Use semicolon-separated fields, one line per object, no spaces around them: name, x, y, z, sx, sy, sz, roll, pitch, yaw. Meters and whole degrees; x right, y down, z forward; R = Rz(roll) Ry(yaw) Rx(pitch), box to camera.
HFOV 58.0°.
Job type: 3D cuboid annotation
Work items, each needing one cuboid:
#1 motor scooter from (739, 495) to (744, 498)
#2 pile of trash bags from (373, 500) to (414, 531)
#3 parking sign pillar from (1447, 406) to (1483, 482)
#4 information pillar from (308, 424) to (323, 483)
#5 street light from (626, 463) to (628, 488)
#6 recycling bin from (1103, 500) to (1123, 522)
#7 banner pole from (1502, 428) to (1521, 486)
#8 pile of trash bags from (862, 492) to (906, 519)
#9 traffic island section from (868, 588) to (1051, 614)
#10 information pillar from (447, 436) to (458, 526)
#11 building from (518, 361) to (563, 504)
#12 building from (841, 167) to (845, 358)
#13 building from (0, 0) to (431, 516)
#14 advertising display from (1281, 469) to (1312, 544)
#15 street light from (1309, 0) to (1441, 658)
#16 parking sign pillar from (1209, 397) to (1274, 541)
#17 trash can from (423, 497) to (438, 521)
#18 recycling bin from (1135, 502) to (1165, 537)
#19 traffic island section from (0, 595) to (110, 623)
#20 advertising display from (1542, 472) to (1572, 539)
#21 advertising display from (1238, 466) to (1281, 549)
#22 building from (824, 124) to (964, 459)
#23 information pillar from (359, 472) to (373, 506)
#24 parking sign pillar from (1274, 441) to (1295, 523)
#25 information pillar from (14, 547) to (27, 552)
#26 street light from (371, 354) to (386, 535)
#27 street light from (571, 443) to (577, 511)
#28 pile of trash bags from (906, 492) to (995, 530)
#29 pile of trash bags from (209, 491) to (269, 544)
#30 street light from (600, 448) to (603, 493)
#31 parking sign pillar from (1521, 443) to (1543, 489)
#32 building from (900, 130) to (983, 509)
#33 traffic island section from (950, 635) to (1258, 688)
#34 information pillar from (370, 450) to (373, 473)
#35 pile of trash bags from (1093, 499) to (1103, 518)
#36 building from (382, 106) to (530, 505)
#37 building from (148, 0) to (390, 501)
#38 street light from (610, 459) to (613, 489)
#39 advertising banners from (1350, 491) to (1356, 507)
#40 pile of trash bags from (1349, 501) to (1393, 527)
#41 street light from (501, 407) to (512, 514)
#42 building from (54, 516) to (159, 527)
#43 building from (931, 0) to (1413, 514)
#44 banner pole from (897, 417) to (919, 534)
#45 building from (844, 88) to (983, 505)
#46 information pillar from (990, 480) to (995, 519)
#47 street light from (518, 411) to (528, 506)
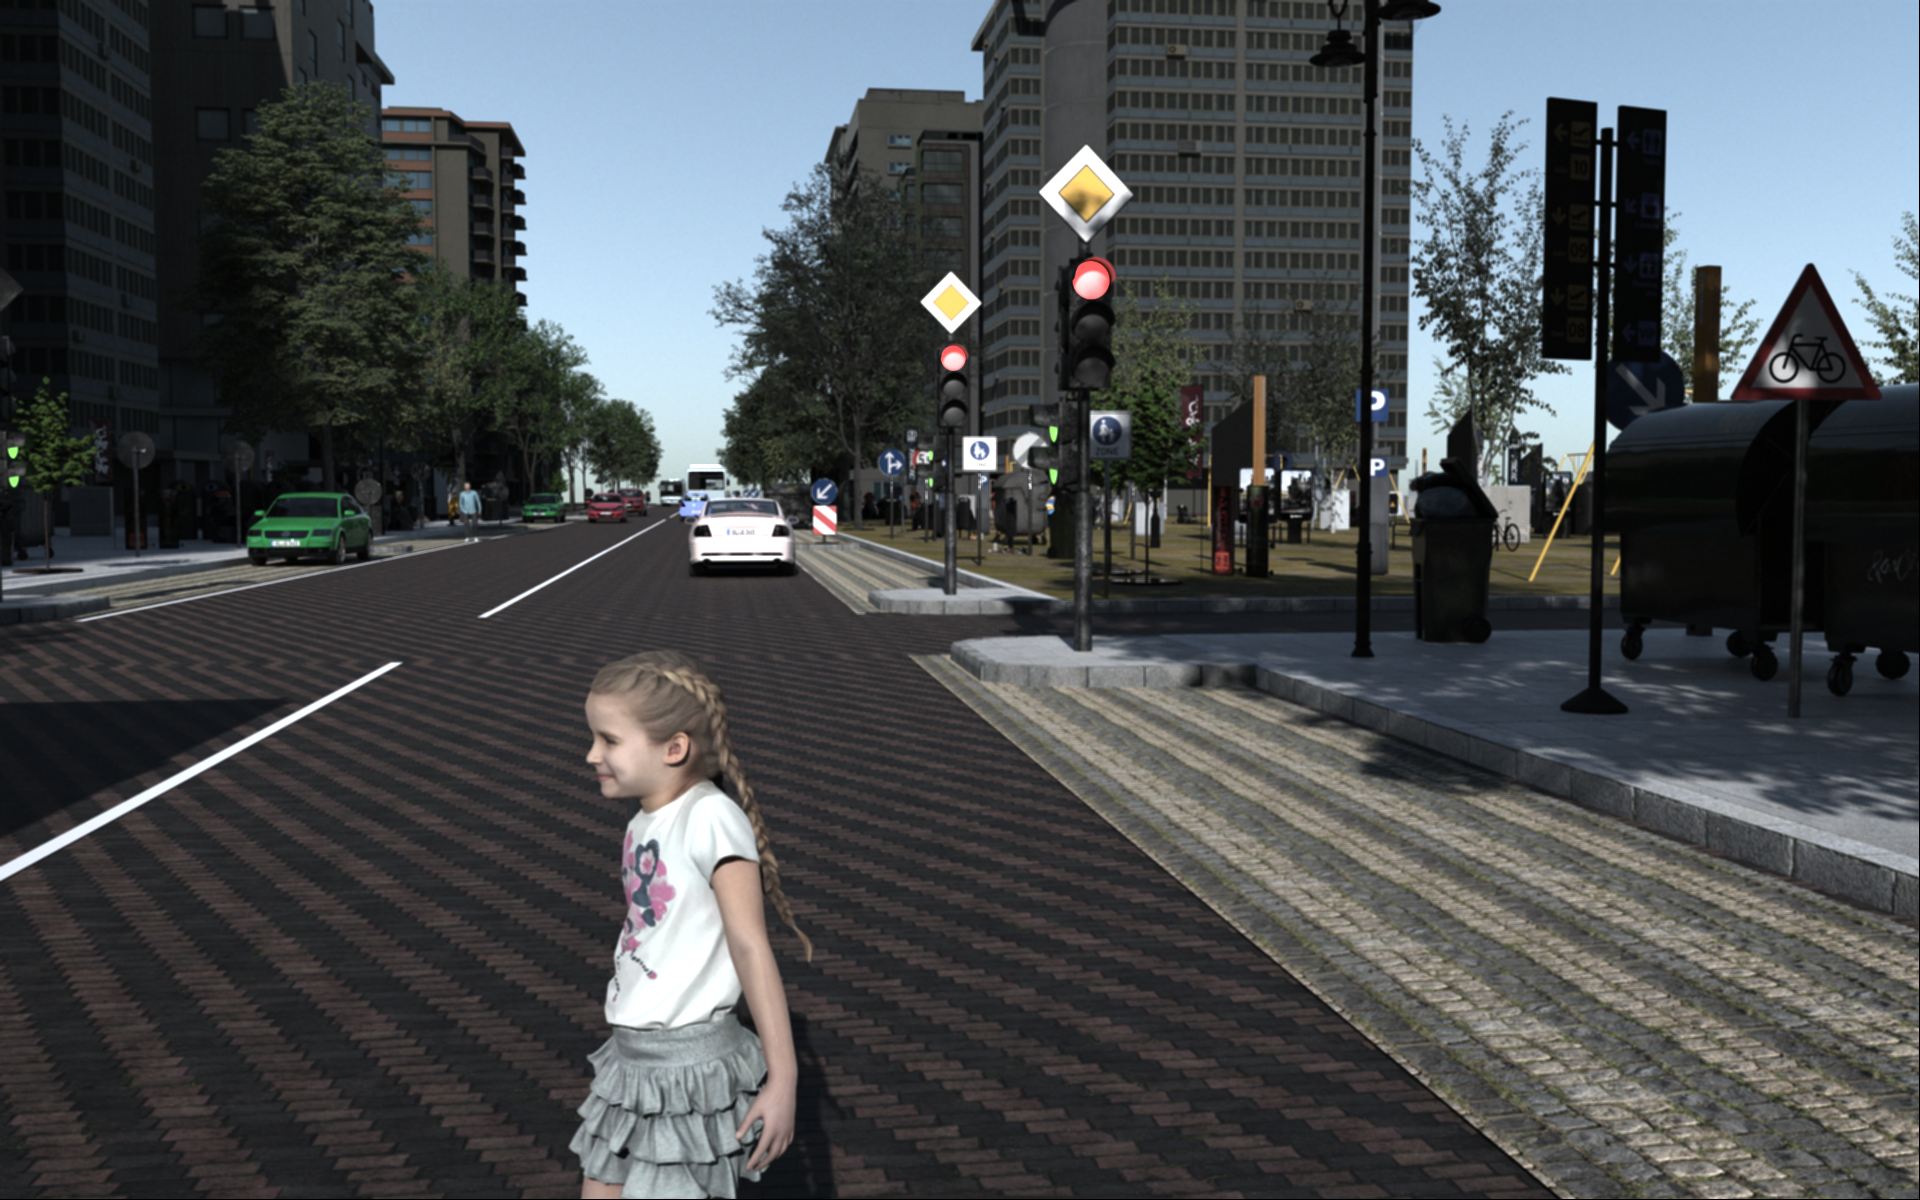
motor scooter;-27.422;-12.499;217.132;0.815;1.314;1.986;-1;4;-10
pile of trash bags;-20.793;-3.070;59.944;1.912;1.369;3.447;3;4;37
parking sign pillar;15.596;-3.980;53.551;1.447;3.967;1.447;-1;4;-18
information pillar;-20.017;-3.831;53.993;0.504;3.616;0.183;-1;4;-22
street light;-40.963;-14.703;213.184;0.468;5.910;1.993;0;4;-8
recycling bin;7.000;-4.065;79.014;0.722;1.027;0.722;2;4;27
banner pole;20.734;-4.606;65.326;0.863;3.779;0.401;1;4;14
pile of trash bags;-3.377;-4.866;89.313;3.447;1.369;1.912;-3;5;-44
traffic island section;-0.097;0.012;22.087;2.009;0.180;2.903;0;4;-8
information pillar;-20.592;-4.827;70.274;0.504;3.616;0.183;2;4;34
building;-67.665;-23.399;227.608;27.650;21.520;28.899;0;4;-8
building;-7.771;-34.997;222.316;14.600;45.320;14.200;0;4;-8
building;-57.267;-26.843;130.761;32.217;40.220;23.993;0;4;-8
advertising display;8.602;-2.403;44.497;0.974;1.923;0.123;-1;4;-23
street light;3.179;-2.490;13.496;0.468;5.910;1.993;0;4;-8
parking sign pillar;7.580;-3.616;47.587;1.447;3.967;1.447;2;4;30
trash can;-25.442;-4.373;83.150;0.748;1.137;0.748;0;3;0
recycling bin;5.769;-2.447;52.570;0.722;1.027;0.722;2;4;25
traffic island section;-11.425;0.110;20.485;2.009;0.180;2.903;0;4;-8
advertising display;17.088;-2.713;49.571;0.974;1.923;0.123;-1;4;-22
advertising display;6.996;-2.170;40.696;0.974;1.923;0.123;3;4;37
building;-3.871;-40.047;244.007;28.713;52.752;27.495;0;4;-8
information pillar;-19.504;-3.207;56.922;0.304;2.012;0.304;3;4;37
parking sign pillar;14.522;-5.495;78.321;1.447;3.967;1.447;-2;4;-29
information pillar;-21.079;-2.090;38.657;0.304;2.012;0.304;0;4;-1
street light;-18.283;-5.008;54.673;0.468;5.910;1.993;0;4;-8
street light;-29.191;-9.668;130.856;0.468;5.910;1.993;0;4;-8
pile of trash bags;0.059;-3.210;62.230;3.447;1.369;1.912;-1;4;-18
pile of trash bags;-19.012;-2.218;46.023;3.447;1.369;1.912;3;5;43
street light;-34.042;-11.733;164.620;0.468;5.910;1.993;0;4;-8
parking sign pillar;29.940;-6.274;91.050;1.447;3.967;1.447;-1;4;-23
building;3.110;-22.622;141.565;14.160;30.474;14.107;0;4;-8
traffic island section;1.029;0.495;14.181;2.009;0.180;2.903;0;4;-8
information pillar;-31.051;-6.121;91.437;0.183;3.616;0.504;-1;4;-21
pile of trash bags;6.116;-5.015;91.743;1.912;1.369;3.447;2;4;34
building;-61.666;-33.273;198.630;22.147;44.769;28.867;0;4;-8
building;-50.970;-31.474;103.844;28.713;52.752;27.495;0;4;-8
street light;-36.017;-12.595;178.719;0.468;5.910;1.993;0;4;-8
advertising banners;20.325;-5.729;89.861;2.074;3.025;0.090;-1;4;-22
pile of trash bags;15.539;-3.596;68.542;1.912;1.369;3.447;-2;4;-29
street light;-23.303;-7.109;89.026;0.468;5.910;1.993;0;4;-8
building;-47.800;-23.162;70.578;32.217;40.220;23.993;0;4;-8
building;14.692;-26.385;123.271;32.217;40.220;23.993;0;4;-8
banner pole;-1.681;-4.059;56.383;0.863;3.779;0.401;-3;5;-39
building;-2.191;-35.551;204.963;21.300;48.544;21.600;0;4;-8
information pillar;1.545;-5.088;87.678;0.304;2.012;0.304;-3;5;-43
street light;-24.258;-7.558;96.362;0.468;5.910;1.993;0;4;-8
